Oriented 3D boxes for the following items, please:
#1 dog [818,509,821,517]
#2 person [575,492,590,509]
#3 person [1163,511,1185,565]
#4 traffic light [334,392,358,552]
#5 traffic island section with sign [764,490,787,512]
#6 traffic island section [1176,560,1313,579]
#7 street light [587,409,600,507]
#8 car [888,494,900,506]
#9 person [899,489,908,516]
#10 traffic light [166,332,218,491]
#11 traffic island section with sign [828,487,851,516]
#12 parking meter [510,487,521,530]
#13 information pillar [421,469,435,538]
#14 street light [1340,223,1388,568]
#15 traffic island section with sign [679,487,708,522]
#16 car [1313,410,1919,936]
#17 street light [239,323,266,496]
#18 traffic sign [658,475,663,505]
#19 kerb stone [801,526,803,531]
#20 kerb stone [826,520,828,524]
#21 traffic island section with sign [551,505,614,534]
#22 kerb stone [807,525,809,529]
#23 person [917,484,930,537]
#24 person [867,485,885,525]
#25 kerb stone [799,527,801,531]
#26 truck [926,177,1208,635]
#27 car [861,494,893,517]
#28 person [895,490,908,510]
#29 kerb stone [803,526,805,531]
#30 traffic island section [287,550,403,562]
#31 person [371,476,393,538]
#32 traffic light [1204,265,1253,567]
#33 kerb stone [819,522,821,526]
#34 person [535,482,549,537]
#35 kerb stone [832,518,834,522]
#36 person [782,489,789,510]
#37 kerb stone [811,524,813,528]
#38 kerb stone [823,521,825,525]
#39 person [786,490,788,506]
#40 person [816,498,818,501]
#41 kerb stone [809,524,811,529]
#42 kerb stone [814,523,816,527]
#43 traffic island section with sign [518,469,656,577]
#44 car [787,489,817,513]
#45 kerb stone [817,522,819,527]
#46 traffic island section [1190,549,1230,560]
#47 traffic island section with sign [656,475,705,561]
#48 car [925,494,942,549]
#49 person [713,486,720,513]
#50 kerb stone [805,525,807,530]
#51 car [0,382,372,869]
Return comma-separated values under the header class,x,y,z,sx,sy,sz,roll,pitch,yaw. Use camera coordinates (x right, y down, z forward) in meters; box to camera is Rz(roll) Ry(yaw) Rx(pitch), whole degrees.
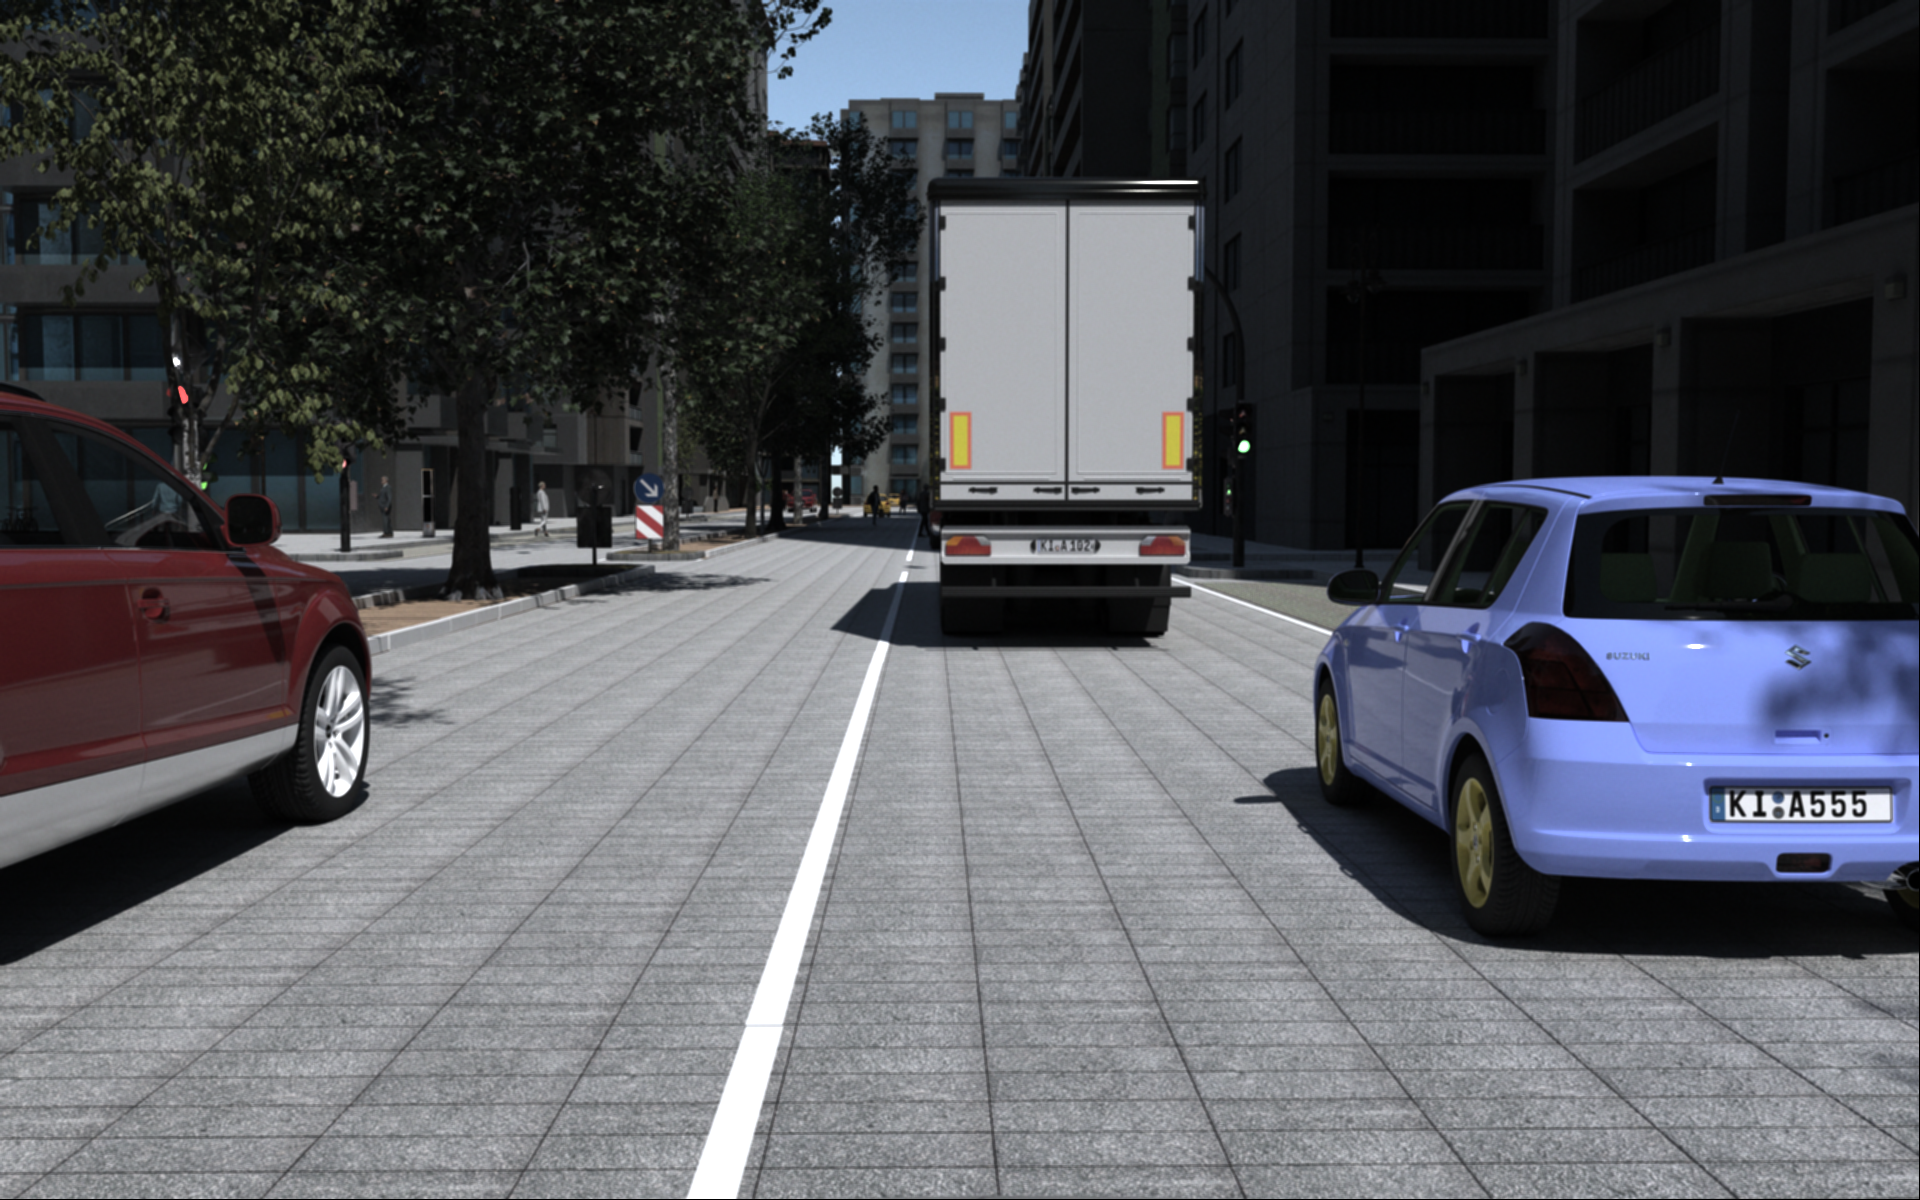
class,x,y,z,sx,sy,sz,roll,pitch,yaw
dog,-8.568,-5.553,107.627,0.513,0.831,0.800,0,4,1
person,-10.766,-2.519,49.786,0.694,1.812,0.767,3,5,42
person,4.271,-1.610,35.093,0.520,1.790,0.573,-2,4,-27
traffic light,-11.430,-3.881,38.123,4.771,5.953,1.251,0,4,-1
traffic island section with sign,-15.057,-8.037,140.028,1.989,1.847,2.006,0,4,-1
traffic island section,4.920,-0.504,30.522,2.009,0.180,2.903,0,4,-1
street light,-16.270,-6.396,77.356,0.468,5.910,1.993,0,4,-1
car,-7.102,-10.947,189.213,2.015,1.641,3.980,0,4,1
person,-3.755,-6.397,113.674,0.593,1.750,0.643,-1,4,-20
traffic light,-13.378,-2.517,30.067,0.839,4.253,0.868,0,4,-1
traffic island section with sign,-8.046,-6.419,113.089,2.006,1.907,1.989,0,4,-1
parking meter,-15.763,-3.243,61.430,0.372,1.533,0.369,0,3,0
information pillar,-15.705,-2.855,51.169,0.304,2.012,0.304,0,4,-5
street light,6.929,-3.491,29.874,0.468,5.910,1.993,0,4,-1
traffic island section with sign,-14.155,-4.972,89.915,1.989,1.847,2.006,0,4,-1
car,2.513,0.164,6.907,1.945,1.707,3.694,0,4,0
street light,-15.611,-4.033,38.726,0.468,5.910,1.993,0,4,-1
traffic sign,-16.292,-5.621,94.030,0.606,2.300,0.079,0,4,4
kerb stone,-6.165,-2.672,66.001,0.120,0.150,1.000,0,4,-1
kerb stone,-6.428,-3.619,81.369,0.120,0.150,1.000,0,4,-1
traffic island section with sign,-13.678,-3.323,62.964,1.989,1.847,2.006,0,4,-1
kerb stone,-6.213,-2.867,69.075,0.120,0.150,1.000,0,4,-1
person,-1.111,-3.014,58.174,0.834,1.777,0.661,-3,5,-44
person,-3.810,-4.292,78.666,0.794,1.824,0.713,-2,4,-28
kerb stone,-6.142,-2.617,64.978,0.120,0.150,1.000,0,4,-1
truck,0.972,-1.960,20.952,2.839,4.237,11.283,0,4,0
car,-5.236,-6.061,109.328,2.015,1.641,3.980,0,4,-3
person,-5.342,-9.244,159.598,1.348,1.831,0.705,2,4,27
kerb stone,-6.183,-2.741,67.024,0.120,0.150,1.000,0,4,-1
traffic island section,-13.560,-0.973,38.185,2.009,0.180,2.903,0,4,-1
person,-17.043,-2.749,51.164,0.590,1.801,0.661,-2,4,-34
traffic light,2.790,-3.398,30.229,4.771,5.953,1.251,0,4,-1
kerb stone,-6.342,-3.306,76.254,0.120,0.150,1.000,0,4,-1
person,-13.982,-3.025,57.833,0.514,1.842,0.818,2,4,32
kerb stone,-6.527,-3.932,86.481,0.120,0.150,1.000,0,4,-1
person,-15.015,-8.508,147.561,1.348,1.831,0.705,2,4,35
kerb stone,-6.252,-2.990,71.123,0.120,0.150,1.000,0,4,-1
kerb stone,-6.397,-3.493,79.325,0.120,0.150,1.000,0,4,-1
person,-18.239,-10.618,180.451,0.742,1.727,0.445,-2,4,-25
person,-12.804,-8.536,151.287,0.991,1.433,0.599,2,4,30
kerb stone,-6.234,-2.929,70.100,0.120,0.150,1.000,0,4,-1
kerb stone,-6.291,-3.119,73.188,0.120,0.150,1.000,0,4,-1
traffic island section with sign,-6.575,-1.371,30.556,2.006,1.907,1.989,0,4,-1
car,-12.289,-7.735,135.142,2.281,1.827,5.304,0,4,0
kerb stone,-6.327,-3.241,75.232,0.120,0.150,1.000,0,4,-1
traffic island section,4.778,-0.992,38.505,2.009,0.180,2.903,0,4,-1
traffic island section with sign,-6.698,-1.824,37.962,2.006,1.907,1.989,0,4,-1
car,0.201,-2.318,46.569,2.281,1.827,5.304,0,4,-2
person,-16.927,-6.987,120.298,0.705,1.823,1.348,0,4,7
kerb stone,-6.194,-2.804,68.047,0.120,0.150,1.000,0,4,-1
car,-3.754,0.164,5.992,2.281,1.827,5.304,0,4,1
